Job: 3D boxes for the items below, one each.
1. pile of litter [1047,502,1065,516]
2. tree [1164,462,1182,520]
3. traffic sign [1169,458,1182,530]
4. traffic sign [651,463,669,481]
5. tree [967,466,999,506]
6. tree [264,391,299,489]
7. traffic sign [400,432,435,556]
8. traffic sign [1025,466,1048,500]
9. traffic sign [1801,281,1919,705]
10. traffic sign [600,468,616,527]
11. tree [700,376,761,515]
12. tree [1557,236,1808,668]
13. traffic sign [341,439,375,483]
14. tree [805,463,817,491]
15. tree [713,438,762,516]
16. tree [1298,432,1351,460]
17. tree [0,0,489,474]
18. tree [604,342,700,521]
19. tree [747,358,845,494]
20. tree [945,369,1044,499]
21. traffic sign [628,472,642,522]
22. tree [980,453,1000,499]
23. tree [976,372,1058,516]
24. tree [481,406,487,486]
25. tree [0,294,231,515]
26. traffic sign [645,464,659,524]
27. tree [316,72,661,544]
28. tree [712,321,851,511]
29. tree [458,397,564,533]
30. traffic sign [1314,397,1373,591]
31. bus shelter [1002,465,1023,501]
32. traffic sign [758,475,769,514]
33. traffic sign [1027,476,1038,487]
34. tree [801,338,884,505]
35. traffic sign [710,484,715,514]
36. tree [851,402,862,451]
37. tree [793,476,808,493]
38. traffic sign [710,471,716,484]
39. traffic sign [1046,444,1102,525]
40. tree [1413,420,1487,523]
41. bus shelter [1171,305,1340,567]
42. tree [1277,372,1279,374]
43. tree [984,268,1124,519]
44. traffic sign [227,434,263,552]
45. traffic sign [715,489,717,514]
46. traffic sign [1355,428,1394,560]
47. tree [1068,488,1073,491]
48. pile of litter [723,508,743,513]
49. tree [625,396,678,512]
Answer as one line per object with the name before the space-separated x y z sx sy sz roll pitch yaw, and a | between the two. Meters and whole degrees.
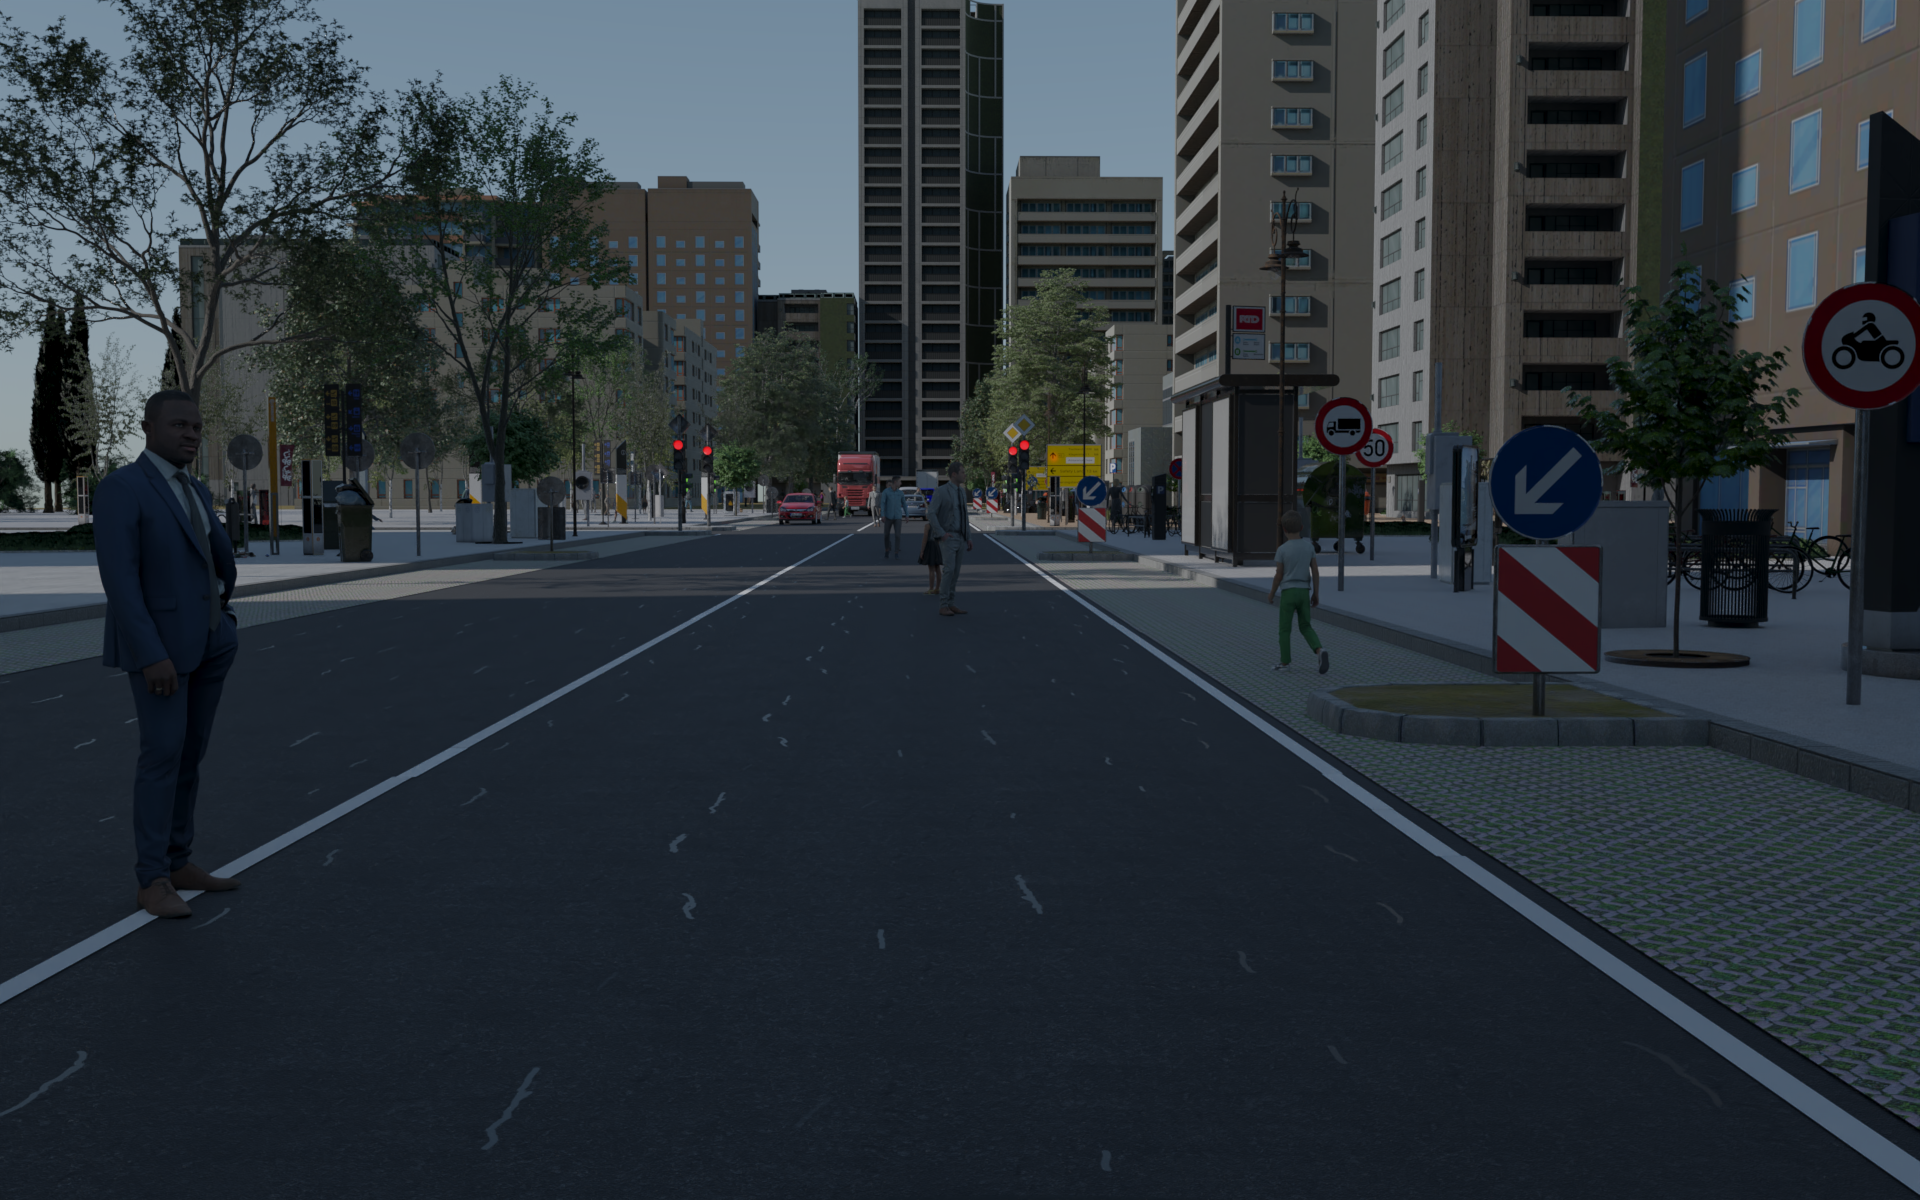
pile of litter | 5.550 -5.273 100.180 1.719 0.858 1.176 -1 4 -20
tree | 11.096 -5.681 87.478 1.663 3.219 1.824 0 3 0
traffic sign | 7.736 -3.732 61.119 0.768 2.556 0.104 0 4 0
traffic sign | -12.669 -4.489 73.124 0.795 2.593 0.064 0 4 3
tree | 2.186 -13.848 210.131 4.285 4.588 4.351 0 3 0
tree | -37.799 -8.559 90.309 4.360 8.622 3.978 0 3 0
traffic sign | -11.218 -2.184 35.819 0.768 2.556 0.104 0 4 8
traffic sign | 5.894 -8.107 126.423 2.265 3.308 0.079 0 4 -1
traffic sign | 5.448 -0.635 10.483 0.768 2.556 0.104 0 4 4
traffic sign | -13.652 -3.978 67.167 0.606 2.300 0.079 0 4 3
tree | -14.150 -9.567 106.784 4.360 8.622 3.978 0 3 0
tree | 5.340 -1.133 13.127 1.663 3.219 1.824 0 3 0
traffic sign | -13.692 -2.403 39.394 0.768 2.556 0.104 0 4 1
tree | -14.674 -13.077 164.169 4.737 8.622 4.395 0 3 0
tree | -13.061 -7.159 100.762 4.285 4.588 4.351 0 3 0
tree | 17.830 -6.275 86.310 4.285 4.588 4.351 0 3 0
tree | -11.694 -5.613 26.186 7.601 10.594 8.767 2 4 25
tree | -14.937 -8.117 83.070 4.360 8.622 3.978 0 3 0
tree | -13.983 -13.787 142.426 9.611 12.733 9.660 0 3 0
tree | 3.302 -14.780 158.658 9.611 12.733 9.660 0 3 0
traffic sign | -14.888 -4.723 79.344 0.606 2.300 0.079 0 4 1
tree | 2.818 -13.918 177.925 4.360 8.622 3.978 0 3 0
tree | 3.569 -9.455 104.956 4.737 8.622 4.395 0 3 0
tree | -35.957 -11.315 135.363 4.737 8.622 4.395 0 3 0
tree | -59.609 -13.317 119.556 18.604 14.587 13.155 -1 4 -10
traffic sign | -13.094 -4.530 74.177 0.768 2.556 0.104 0 4 4
tree | -11.965 -7.245 44.214 9.928 11.665 9.643 0 3 0
tree | -14.370 -13.590 128.844 9.857 13.997 8.962 0 3 0
tree | -15.057 -4.555 58.187 4.285 4.588 4.351 0 3 0
traffic sign | 5.035 -1.389 22.818 0.768 2.556 0.104 0 4 1
bus shelter | 4.340 -9.116 140.337 1.731 3.624 6.357 0 4 -1
traffic sign | -12.925 -6.962 113.933 0.768 2.556 0.104 0 4 4
traffic sign | 5.183 -7.574 123.944 0.768 2.556 0.104 0 4 0
tree | -16.350 -21.750 211.502 12.611 20.169 13.585 0 3 0
traffic sign | -15.654 -6.737 110.156 0.884 2.594 0.081 0 4 8
tree | -15.157 -16.556 177.340 9.857 13.997 8.962 0 3 0
tree | -13.776 -9.568 151.038 1.663 3.219 1.824 0 3 0
traffic sign | -12.946 -5.447 89.171 0.768 2.556 0.104 0 4 2
traffic sign | 4.654 -4.697 70.669 2.265 3.308 0.079 0 4 6
tree | 21.533 -5.661 76.278 4.285 4.588 4.351 0 3 0
bus shelter | 5.498 -3.479 34.510 2.179 5.291 8.768 0 4 -1
tree | 18.339 -9.429 104.530 4.737 8.622 4.395 0 3 0
tree | 4.665 -10.343 87.227 7.486 12.596 7.792 0 3 0
traffic sign | -15.220 -2.249 36.876 0.768 2.556 0.104 0 4 1
traffic sign | -15.761 -6.837 111.889 0.768 2.556 0.104 0 4 0
traffic sign | 7.970 -2.038 33.430 0.768 2.556 0.104 0 4 3
tree | 7.266 -7.222 112.688 1.663 3.219 1.824 0 3 0
pile of litter | -15.595 -6.513 120.448 1.719 0.858 1.176 0 4 -1
tree | -22.458 -10.647 124.446 4.737 8.622 4.395 0 3 0
